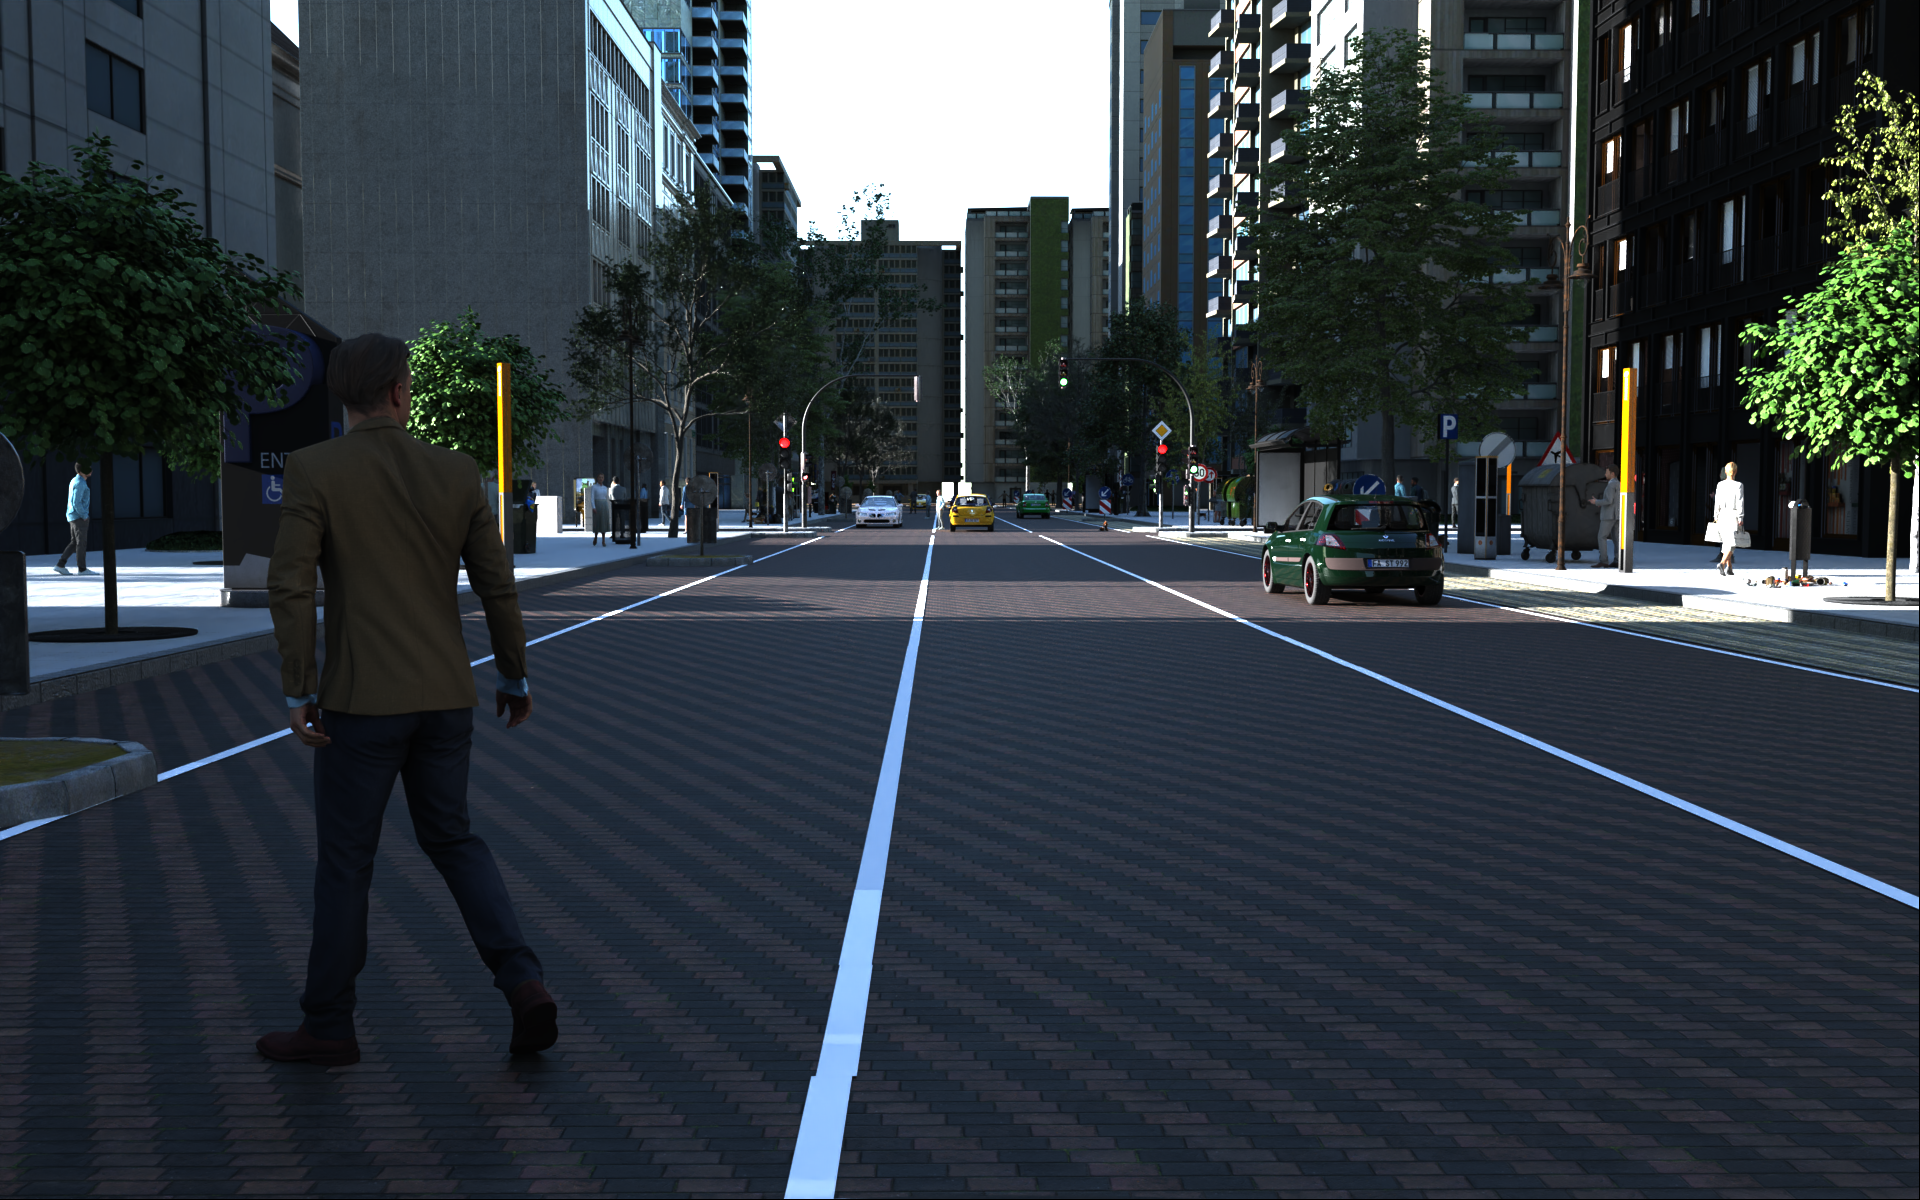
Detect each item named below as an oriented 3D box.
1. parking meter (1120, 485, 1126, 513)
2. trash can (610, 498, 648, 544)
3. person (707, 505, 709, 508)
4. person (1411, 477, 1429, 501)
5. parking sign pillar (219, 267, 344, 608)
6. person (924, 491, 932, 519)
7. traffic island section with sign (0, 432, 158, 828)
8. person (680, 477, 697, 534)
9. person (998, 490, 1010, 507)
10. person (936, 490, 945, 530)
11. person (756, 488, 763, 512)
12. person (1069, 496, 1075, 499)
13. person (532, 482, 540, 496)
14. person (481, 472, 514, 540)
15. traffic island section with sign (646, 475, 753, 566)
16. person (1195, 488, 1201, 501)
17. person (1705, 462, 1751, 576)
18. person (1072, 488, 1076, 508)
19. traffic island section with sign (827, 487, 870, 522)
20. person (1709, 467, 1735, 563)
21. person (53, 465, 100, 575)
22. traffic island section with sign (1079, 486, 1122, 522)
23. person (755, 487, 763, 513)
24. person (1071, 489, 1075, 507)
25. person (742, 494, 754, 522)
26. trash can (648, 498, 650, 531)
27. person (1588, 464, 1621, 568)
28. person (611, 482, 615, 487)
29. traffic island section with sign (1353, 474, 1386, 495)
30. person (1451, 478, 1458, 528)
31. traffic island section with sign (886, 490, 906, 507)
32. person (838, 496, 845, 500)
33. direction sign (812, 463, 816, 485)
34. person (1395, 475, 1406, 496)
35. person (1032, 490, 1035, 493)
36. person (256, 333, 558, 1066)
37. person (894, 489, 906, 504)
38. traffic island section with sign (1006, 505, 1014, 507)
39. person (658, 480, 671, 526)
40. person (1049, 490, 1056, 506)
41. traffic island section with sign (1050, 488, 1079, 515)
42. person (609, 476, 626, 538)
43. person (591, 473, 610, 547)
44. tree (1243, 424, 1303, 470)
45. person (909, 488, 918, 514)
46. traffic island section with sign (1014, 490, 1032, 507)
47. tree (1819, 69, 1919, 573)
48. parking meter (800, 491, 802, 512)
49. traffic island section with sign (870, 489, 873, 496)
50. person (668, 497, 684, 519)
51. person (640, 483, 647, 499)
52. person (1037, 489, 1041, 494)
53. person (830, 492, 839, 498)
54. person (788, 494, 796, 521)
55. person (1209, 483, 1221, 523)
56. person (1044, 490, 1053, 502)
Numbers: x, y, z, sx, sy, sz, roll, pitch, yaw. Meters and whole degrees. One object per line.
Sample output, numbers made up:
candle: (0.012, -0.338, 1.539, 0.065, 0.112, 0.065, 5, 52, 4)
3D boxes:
parking meter: (10.883, -6.719, 115.568, 0.399, 1.863, 0.255, -1, 4, -20)
trash can: (-8.618, -2.004, 44.425, 0.748, 1.137, 0.748, 0, 3, 0)
person: (-14.261, -5.670, 98.630, 0.818, 1.842, 0.514, -3, 5, -41)
person: (14.280, -2.960, 54.423, 0.794, 1.824, 0.713, -1, 4, -23)
parking sign pillar: (-7.859, -1.933, 20.084, 1.447, 3.967, 1.447, 0, 4, 3)
person: (-1.866, -5.559, 101.199, 0.330, 1.601, 0.589, 2, 4, 30)
traffic island section with sign: (-4.964, 0.034, 8.064, 1.989, 1.847, 2.006, 0, 4, -1)
person: (-8.672, -3.024, 55.515, 0.581, 1.822, 0.654, -2, 4, -35)
person: (4.761, -10.846, 185.843, 1.348, 1.823, 0.705, -1, 4, -13)
person: (-0.820, -3.654, 70.060, 0.330, 1.601, 0.589, -1, 4, -17)
person: (-14.014, -7.000, 121.089, 0.593, 1.750, 0.643, -1, 4, -17)
person: (9.605, -8.657, 150.810, 0.991, 1.433, 0.599, -2, 4, -25)
person: (-17.485, -3.971, 71.329, 0.694, 1.780, 0.624, 0, 4, 6)
person: (-9.465, -1.749, 35.123, 0.782, 1.767, 0.515, -2, 4, -23)
traffic island section with sign: (-5.274, -1.637, 35.387, 1.989, 1.847, 2.006, 0, 4, -1)
person: (19.581, -8.386, 143.183, 0.705, 1.821, 1.348, 3, 4, 37)
person: (12.019, -1.270, 27.153, 0.624, 1.780, 0.694, -1, 4, -20)
person: (10.324, -9.324, 158.357, 0.709, 1.838, 0.599, 2, 4, 28)
traffic island section with sign: (-5.896, -5.014, 90.605, 1.989, 1.847, 2.006, 0, 4, -1)
person: (14.152, -1.589, 32.209, 0.526, 1.800, 0.537, 3, 5, 45)
person: (-13.985, -1.303, 27.360, 0.620, 1.820, 0.660, -3, 5, -39)
traffic island section with sign: (7.419, -5.023, 90.746, 1.989, 1.847, 2.006, 0, 4, -1)
person: (-13.344, -6.895, 118.993, 1.509, 1.804, 0.699, -1, 4, -15)
person: (11.633, -10.520, 178.054, 1.348, 1.823, 0.705, 3, 5, 39)
person: (-9.595, -4.168, 78.464, 0.475, 1.303, 0.640, 3, 5, 42)
trash can: (-10.574, -2.776, 57.049, 0.748, 1.137, 0.748, 0, 3, 0)
person: (11.291, -1.467, 30.234, 0.583, 1.804, 0.606, 3, 4, 36)
person: (-13.227, -3.678, 66.369, 0.537, 1.800, 0.526, 2, 4, 26)
traffic island section with sign: (8.053, -1.633, 35.333, 1.989, 1.847, 2.006, 0, 4, -1)
person: (18.820, -3.670, 65.402, 0.474, 1.900, 0.648, -1, 4, -13)
traffic island section with sign: (-7.077, -11.422, 195.372, 1.989, 1.847, 2.006, 0, 4, -1)
person: (-12.590, -10.959, 186.017, 1.217, 1.735, 0.721, 2, 4, 32)
direction sign: (-10.765, -8.313, 127.917, 0.379, 3.537, 0.876, 1, 4, 14)
person: (12.777, -2.734, 50.609, 0.748, 1.841, 0.638, 0, 4, -6)
person: (9.083, -12.817, 215.566, 1.348, 1.831, 0.705, 1, 4, 13)
person: (-1.384, 0.247, 4.380, 0.836, 1.842, 0.656, 1, 4, 16)
person: (-5.117, -8.289, 144.005, 1.348, 1.826, 0.705, 1, 4, 21)
traffic island section with sign: (6.242, -11.410, 195.173, 1.989, 1.847, 2.006, 0, 4, -1)
person: (-11.831, -3.905, 69.736, 0.795, 1.843, 0.661, 1, 4, 16)
person: (10.297, -11.333, 192.060, 1.217, 1.735, 0.721, 3, 4, 38)
traffic island section with sign: (7.122, -6.671, 117.699, 1.989, 1.847, 2.006, 0, 4, -1)
person: (-9.943, -2.696, 50.297, 0.511, 1.800, 0.466, -2, 4, -25)
person: (-8.863, -2.217, 42.521, 0.478, 1.798, 0.641, -2, 4, -26)
tree: (14.901, -5.985, 81.576, 4.285, 4.588, 4.351, 0, 3, 0)
person: (-3.429, -7.276, 127.271, 0.655, 1.846, 0.447, -1, 4, -12)
traffic island section with sign: (6.549, -9.761, 168.220, 1.989, 1.847, 2.006, 0, 4, -1)
tree: (15.837, -4.752, 28.055, 4.737, 8.622, 4.395, 0, 3, 0)
parking meter: (-11.017, -6.891, 121.076, 0.372, 1.533, 0.369, 0, 3, 0)
traffic island section with sign: (-6.210, -6.688, 117.971, 1.989, 1.847, 2.006, 0, 4, -1)
person: (-14.473, -4.740, 89.035, 1.012, 1.151, 0.738, 3, 5, 42)
person: (-15.119, -4.681, 82.844, 0.793, 1.790, 0.793, -2, 4, -24)
person: (5.329, -6.899, 121.508, 0.699, 1.804, 1.509, 3, 5, 39)
person: (-16.065, -12.949, 220.936, 1.217, 1.735, 0.721, 1, 4, 9)
person: (-8.152, -4.474, 83.469, 0.475, 1.303, 0.640, 0, 4, -5)
person: (11.498, -4.342, 77.392, 0.716, 1.782, 0.532, 0, 4, -2)
person: (8.551, -9.905, 168.809, 1.217, 1.723, 0.721, 2, 4, 30)
